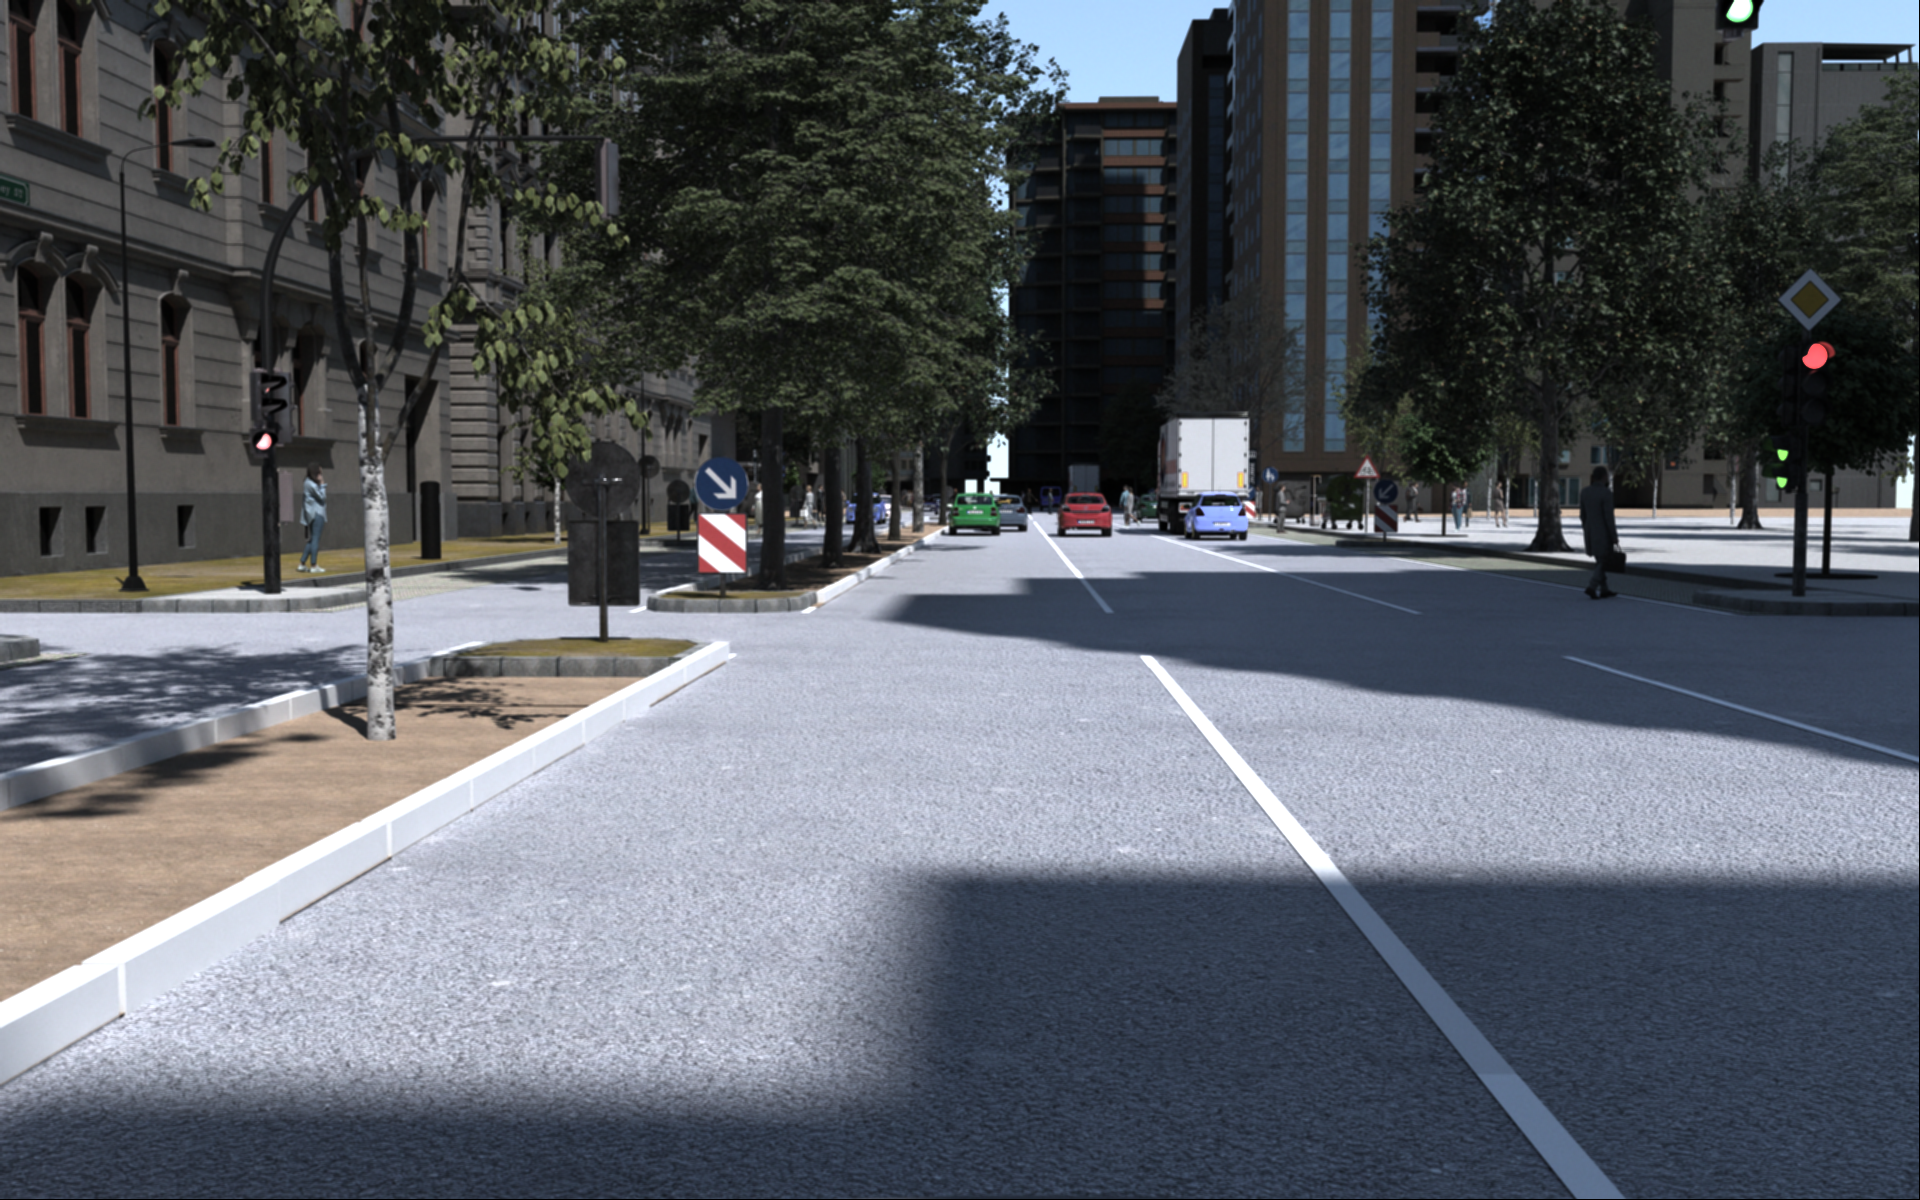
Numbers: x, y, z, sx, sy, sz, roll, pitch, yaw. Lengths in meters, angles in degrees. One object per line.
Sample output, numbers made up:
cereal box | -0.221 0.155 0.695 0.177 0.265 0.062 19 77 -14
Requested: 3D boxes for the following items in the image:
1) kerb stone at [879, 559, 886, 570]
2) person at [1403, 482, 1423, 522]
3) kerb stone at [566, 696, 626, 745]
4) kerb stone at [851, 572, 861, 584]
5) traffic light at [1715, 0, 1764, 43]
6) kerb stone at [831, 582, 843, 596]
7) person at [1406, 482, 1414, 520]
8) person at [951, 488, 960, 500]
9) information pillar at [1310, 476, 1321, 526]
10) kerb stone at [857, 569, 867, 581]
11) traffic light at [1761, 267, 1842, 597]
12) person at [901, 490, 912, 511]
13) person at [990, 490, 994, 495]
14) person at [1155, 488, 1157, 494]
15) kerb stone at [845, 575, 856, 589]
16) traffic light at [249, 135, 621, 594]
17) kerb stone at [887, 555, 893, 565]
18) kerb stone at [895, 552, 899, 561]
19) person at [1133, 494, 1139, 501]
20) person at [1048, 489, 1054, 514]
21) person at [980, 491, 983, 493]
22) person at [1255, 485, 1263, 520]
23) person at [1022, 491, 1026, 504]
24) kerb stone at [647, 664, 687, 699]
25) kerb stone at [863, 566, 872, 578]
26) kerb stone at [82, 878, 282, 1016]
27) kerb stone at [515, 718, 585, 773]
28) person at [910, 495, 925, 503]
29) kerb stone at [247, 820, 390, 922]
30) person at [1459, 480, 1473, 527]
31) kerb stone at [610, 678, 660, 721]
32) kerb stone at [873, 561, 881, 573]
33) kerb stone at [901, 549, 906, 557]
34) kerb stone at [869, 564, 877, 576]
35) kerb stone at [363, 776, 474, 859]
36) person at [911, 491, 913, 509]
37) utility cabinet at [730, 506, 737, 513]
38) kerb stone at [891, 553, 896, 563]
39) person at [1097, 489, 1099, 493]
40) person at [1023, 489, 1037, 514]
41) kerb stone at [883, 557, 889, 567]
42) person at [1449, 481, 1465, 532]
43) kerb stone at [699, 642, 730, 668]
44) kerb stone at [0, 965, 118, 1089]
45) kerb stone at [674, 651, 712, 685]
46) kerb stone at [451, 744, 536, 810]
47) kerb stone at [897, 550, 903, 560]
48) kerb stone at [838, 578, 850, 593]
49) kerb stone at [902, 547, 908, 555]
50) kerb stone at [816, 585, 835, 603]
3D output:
kerb stone | -1.537 -0.621 32.409 0.120 0.150 1.000 0 4 2
person | 20.640 -4.455 78.851 0.822 1.834 0.622 2 4 25
kerb stone | -2.186 0.723 10.375 0.120 0.150 1.000 0 4 2
kerb stone | -1.698 -0.307 27.279 0.120 0.150 1.000 0 4 2
traffic light | 8.189 -2.380 13.579 4.771 5.953 1.251 0 4 2
kerb stone | -1.785 -0.121 24.195 0.120 0.150 1.000 0 4 2
person | 21.926 -4.792 84.201 0.447 1.846 0.655 0 4 1
person | -0.262 -5.920 105.309 0.705 1.821 1.348 -3 5 -43
information pillar | 14.126 -3.939 68.895 0.304 2.012 0.304 -1 4 -22
kerb stone | -1.660 -0.372 28.302 0.120 0.150 1.000 0 4 2
traffic light | 10.517 -2.001 21.641 0.839 4.253 0.868 0 4 2
person | -4.363 -8.557 148.404 1.348 1.824 0.705 0 4 -5
person | 2.531 -8.177 142.913 1.217 1.735 0.721 1 4 20
person | 11.543 -5.620 100.923 0.617 1.759 0.750 -2 4 -29
kerb stone | -1.722 -0.244 26.247 0.120 0.150 1.000 0 4 2
traffic light | -6.743 -2.905 22.164 4.771 5.953 1.251 0 4 2
kerb stone | -1.483 -0.750 34.452 0.120 0.150 1.000 0 4 2
kerb stone | -1.426 -0.871 36.518 0.120 0.150 1.000 0 4 2
person | 13.917 -7.613 136.160 0.799 1.438 0.628 -1 4 -11
person | 6.428 -6.982 122.731 0.705 1.814 1.350 0 4 -6
person | 1.905 -8.857 154.119 0.445 1.727 0.742 1 4 17
person | 14.905 -4.877 86.524 0.466 1.731 0.760 2 4 26
person | 5.368 -8.502 148.442 0.436 1.711 0.756 -1 4 -8
kerb stone | -2.132 0.604 12.432 0.120 0.150 1.000 0 4 2
kerb stone | -1.634 -0.431 29.325 0.120 0.150 1.000 0 4 2
kerb stone | -2.333 1.036 5.249 0.120 0.150 1.000 0 4 2
kerb stone | -2.219 0.788 9.350 0.120 0.150 1.000 0 4 2
person | -2.499 -5.608 100.159 0.705 1.831 1.348 2 4 35
kerb stone | -2.313 0.975 6.273 0.120 0.150 1.000 0 4 2
person | 19.480 -3.715 66.772 0.794 1.824 0.713 2 4 34
kerb stone | -2.155 0.660 11.400 0.120 0.150 1.000 0 4 2
kerb stone | -1.566 -0.562 31.378 0.120 0.150 1.000 0 4 2
kerb stone | -1.360 -0.999 38.561 0.120 0.150 1.000 0 4 2
kerb stone | -1.603 -0.499 30.354 0.120 0.150 1.000 0 4 2
kerb stone | -2.277 0.911 7.301 0.120 0.150 1.000 0 4 2
person | -4.401 -9.127 158.438 1.217 1.743 0.721 1 4 12
utility cabinet | -9.589 -3.947 73.205 0.318 1.500 1.173 0 4 -6
kerb stone | -1.452 -0.813 35.491 0.120 0.150 1.000 0 4 2
person | 11.304 -8.155 141.916 1.350 1.814 0.705 -1 4 -15
person | 4.977 -7.056 123.999 1.348 1.807 0.705 3 5 44
kerb stone | -1.508 -0.687 33.431 0.120 0.150 1.000 0 4 2
person | 16.951 -3.189 59.025 0.643 1.720 0.563 -2 4 -34
kerb stone | -2.068 0.472 14.486 0.120 0.150 1.000 0 4 2
kerb stone | -2.370 1.102 4.228 0.120 0.150 1.000 0 4 2
kerb stone | -2.097 0.534 13.460 0.120 0.150 1.000 0 4 2
kerb stone | -2.248 0.849 8.328 0.120 0.150 1.000 0 4 2
kerb stone | -1.391 -0.933 37.539 0.120 0.150 1.000 0 4 2
kerb stone | -1.750 -0.180 25.216 0.120 0.150 1.000 0 4 2
kerb stone | -1.331 -1.063 39.583 0.120 0.150 1.000 0 4 2
kerb stone | -1.812 -0.059 23.160 0.120 0.150 1.000 0 4 2
